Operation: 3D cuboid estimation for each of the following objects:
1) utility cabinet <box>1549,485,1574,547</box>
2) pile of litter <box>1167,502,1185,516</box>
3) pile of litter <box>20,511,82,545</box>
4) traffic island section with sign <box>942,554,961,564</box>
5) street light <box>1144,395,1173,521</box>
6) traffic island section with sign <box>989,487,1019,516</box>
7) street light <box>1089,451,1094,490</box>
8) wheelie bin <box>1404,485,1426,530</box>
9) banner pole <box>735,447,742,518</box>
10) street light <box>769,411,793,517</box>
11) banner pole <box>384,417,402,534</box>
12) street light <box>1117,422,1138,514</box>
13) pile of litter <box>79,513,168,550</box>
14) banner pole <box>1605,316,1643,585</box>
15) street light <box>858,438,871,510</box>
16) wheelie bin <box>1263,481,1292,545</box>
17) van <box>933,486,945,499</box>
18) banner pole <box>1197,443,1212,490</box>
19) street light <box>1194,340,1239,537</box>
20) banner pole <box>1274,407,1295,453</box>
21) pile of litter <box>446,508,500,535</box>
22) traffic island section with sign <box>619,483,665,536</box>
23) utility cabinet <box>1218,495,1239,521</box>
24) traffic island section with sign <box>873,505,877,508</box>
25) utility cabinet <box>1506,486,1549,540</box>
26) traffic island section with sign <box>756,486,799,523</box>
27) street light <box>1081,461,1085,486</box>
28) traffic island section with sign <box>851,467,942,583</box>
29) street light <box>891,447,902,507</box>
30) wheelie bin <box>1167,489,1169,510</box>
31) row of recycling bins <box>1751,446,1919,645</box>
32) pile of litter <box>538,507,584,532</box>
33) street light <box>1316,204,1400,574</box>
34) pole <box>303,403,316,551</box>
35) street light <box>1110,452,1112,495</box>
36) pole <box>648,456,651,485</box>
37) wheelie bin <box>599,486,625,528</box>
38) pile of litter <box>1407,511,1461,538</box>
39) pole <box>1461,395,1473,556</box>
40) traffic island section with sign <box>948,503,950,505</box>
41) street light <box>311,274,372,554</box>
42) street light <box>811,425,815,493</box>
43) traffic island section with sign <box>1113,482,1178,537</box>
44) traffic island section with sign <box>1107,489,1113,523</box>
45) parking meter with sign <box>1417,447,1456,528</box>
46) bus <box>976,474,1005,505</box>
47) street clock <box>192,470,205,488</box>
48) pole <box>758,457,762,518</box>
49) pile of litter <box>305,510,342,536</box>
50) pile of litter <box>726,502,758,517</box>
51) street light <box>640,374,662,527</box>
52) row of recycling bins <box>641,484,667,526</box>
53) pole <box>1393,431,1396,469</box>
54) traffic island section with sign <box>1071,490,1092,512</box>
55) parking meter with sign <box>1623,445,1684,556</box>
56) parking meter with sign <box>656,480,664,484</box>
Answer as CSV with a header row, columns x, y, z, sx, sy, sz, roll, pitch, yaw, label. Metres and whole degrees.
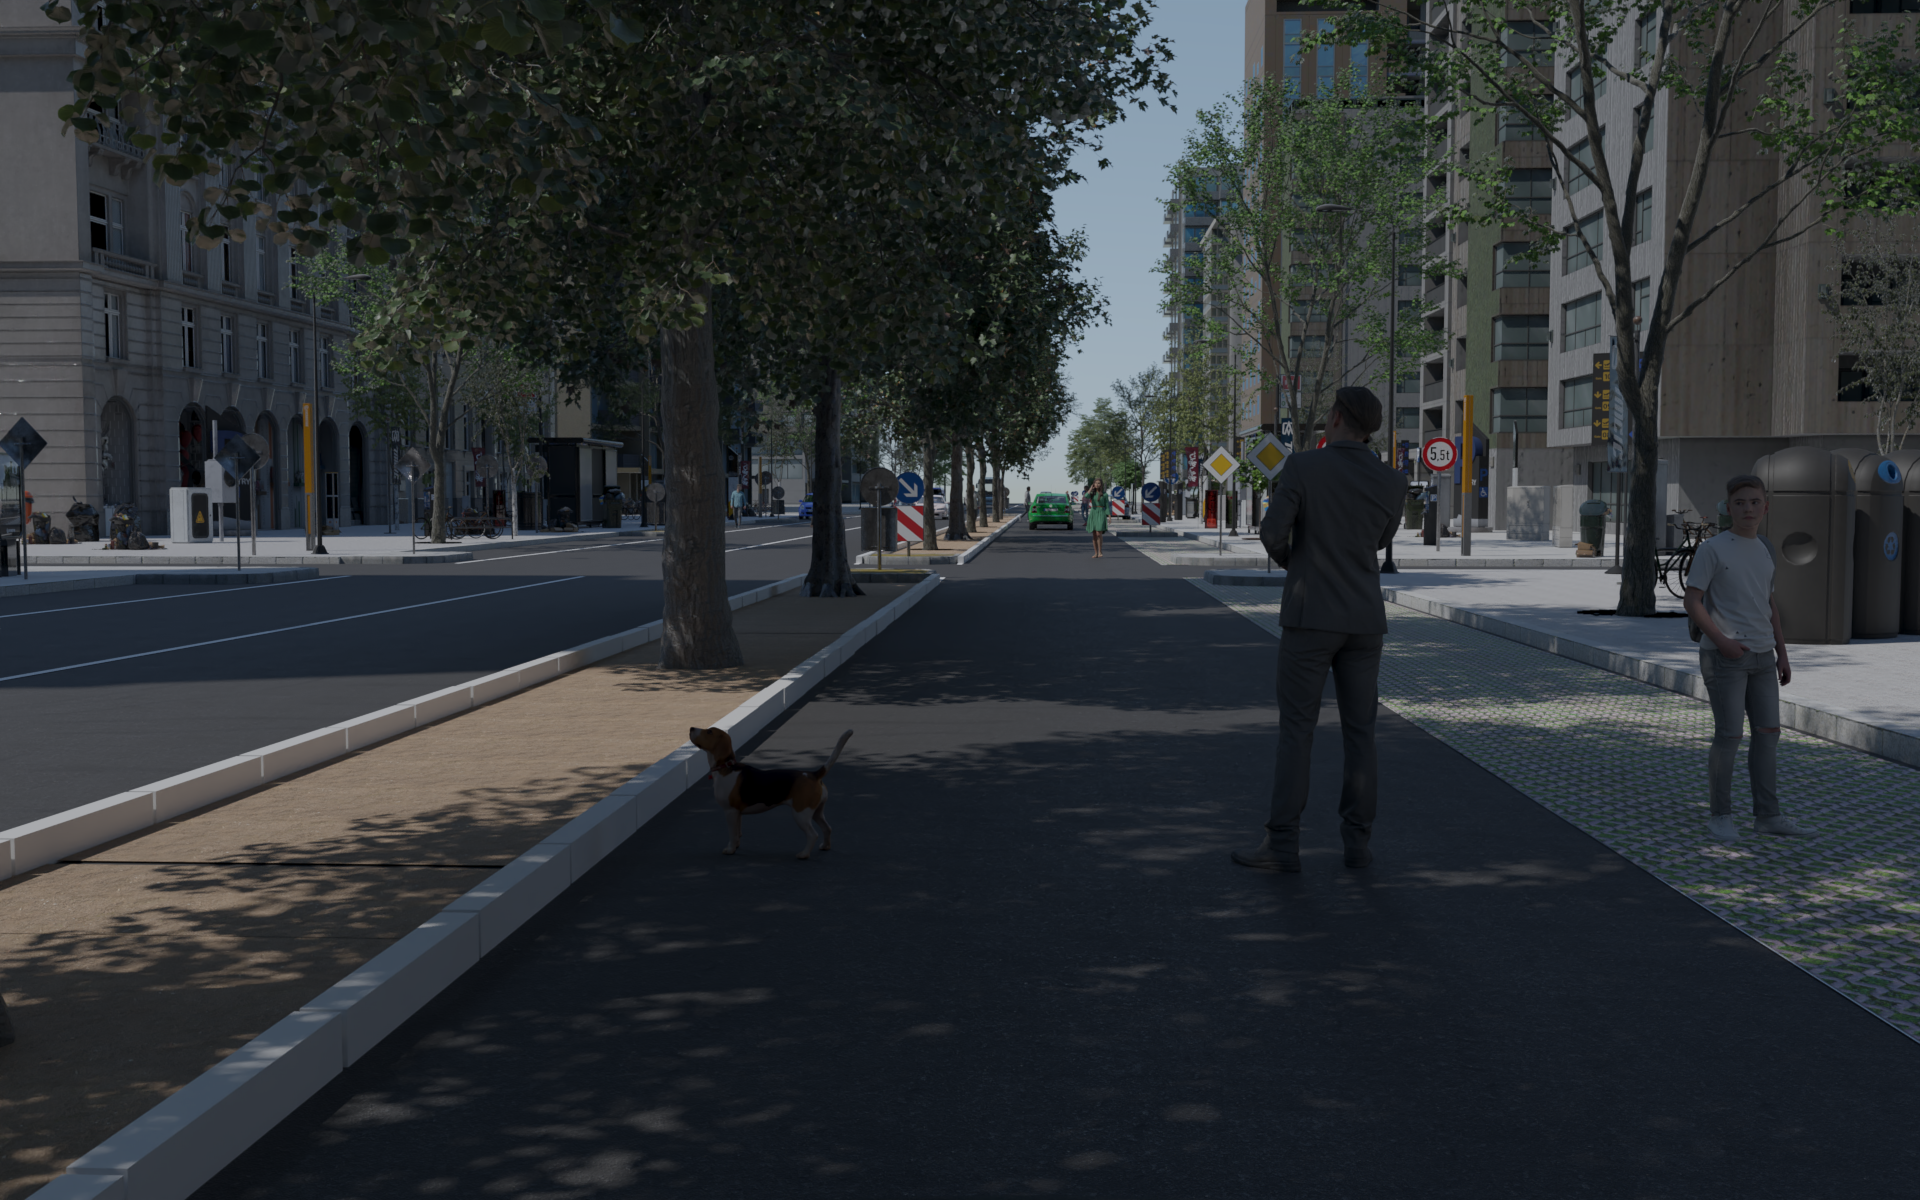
x,y,z,sx,sy,sz,roll,pitch,yaw,label
14.530,-2.025,41.786,0.318,1.500,1.173,1,4,11,utility cabinet
12.604,-5.444,102.974,1.176,0.858,1.719,-2,4,-32,pile of litter
-23.443,-1.855,44.291,1.719,0.858,1.176,0,4,3,pile of litter
-1.010,-1.708,36.070,2.006,1.907,1.989,0,4,3,traffic island section with sign
9.317,-6.649,81.256,1.470,5.913,1.316,0,4,3,street light
2.845,-6.298,111.110,2.006,1.907,1.989,0,4,3,traffic island section with sign
14.617,-13.098,186.691,1.470,5.913,1.316,0,4,3,street light
16.419,-3.339,62.498,0.980,1.594,0.693,0,4,4,wheelie bin
-11.798,-6.258,92.339,0.401,3.779,0.863,1,4,17,banner pole
-9.949,-7.577,96.421,1.470,5.913,1.316,0,4,3,street light
-18.452,-4.060,56.402,0.401,3.779,0.863,1,4,18,banner pole
10.713,-8.465,110.940,1.470,5.913,1.316,0,4,3,street light
-19.213,-1.597,40.073,1.719,0.858,1.176,2,4,24,pile of litter
9.325,-2.097,24.295,0.863,3.779,0.401,-2,4,-34,banner pole
-7.690,-10.419,142.893,1.470,5.913,1.316,0,4,3,street light
7.596,-1.995,40.527,0.980,1.594,0.693,0,4,-1,wheelie bin
-2.454,-9.311,156.611,2.240,2.365,5.245,0,4,4,van
12.003,-5.788,84.651,0.863,3.779,0.401,0,4,3,banner pole
7.731,-4.873,52.219,1.470,5.913,1.316,0,4,3,street light
9.332,-3.671,50.034,0.863,3.779,0.401,2,4,24,banner pole
-15.440,-2.486,54.617,1.719,0.858,1.176,0,4,-4,pile of litter
-10.521,-3.113,59.522,1.989,1.847,2.006,0,4,3,traffic island section with sign
13.010,-4.454,83.983,1.020,1.237,0.306,1,4,22,utility cabinet
-6.550,-7.826,136.578,1.989,1.847,2.006,0,4,3,traffic island section with sign
15.614,-2.382,47.620,0.318,1.500,1.173,-3,4,-37,utility cabinet
-9.113,-4.778,86.756,1.989,1.847,2.006,0,4,3,traffic island section with sign
17.481,-16.417,240.960,1.470,5.913,1.316,0,4,3,street light
-1.401,-1.256,28.673,2.006,1.907,1.989,0,4,3,traffic island section with sign
-6.214,-12.218,172.304,1.470,5.913,1.316,0,4,3,street light
12.750,-6.101,107.666,0.693,1.594,0.980,-2,4,-35,wheelie bin
8.398,-0.532,15.814,3.534,1.692,1.069,-2,4,-33,row of recycling bins
-13.325,-2.703,58.164,1.719,0.858,1.176,1,4,15,pile of litter
6.404,-3.386,27.906,1.470,5.913,1.316,0,4,3,street light
-14.678,-2.766,39.070,0.158,3.312,0.155,0,3,0,pole
11.645,-9.490,127.697,1.470,5.913,1.316,0,4,3,street light
-16.546,-6.031,92.445,0.158,3.312,0.155,0,3,0,pole
-13.040,-3.497,65.092,0.980,1.594,0.693,-2,4,-32,wheelie bin
14.100,-2.288,51.366,1.176,0.858,1.719,-2,4,-26,pile of litter
10.482,-2.566,35.794,0.158,3.312,0.155,0,3,0,pole
-0.922,-14.513,245.911,1.989,1.847,2.006,0,4,3,traffic island section with sign
-13.136,-3.930,36.793,1.470,5.913,1.316,0,4,3,street light
-9.190,-8.615,113.388,1.470,5.913,1.316,0,4,3,street light
6.254,-3.028,58.130,1.989,1.847,2.006,0,4,3,traffic island section with sign
7.647,-4.683,85.194,1.989,1.847,2.006,0,4,3,traffic island section with sign
18.045,-4.201,64.949,1.738,3.016,0.543,0,4,5,parking meter with sign
3.208,-11.368,180.728,2.948,3.499,13.247,0,4,2,bus
-22.574,-2.868,51.470,0.471,2.002,0.358,2,4,33,street clock
-10.888,-6.146,94.334,0.158,3.312,0.155,0,3,0,pole
-19.966,-2.464,54.259,1.176,0.858,1.719,0,4,-1,pile of litter
-12.216,-5.123,97.732,1.719,0.858,1.176,0,4,-1,pile of litter
-11.651,-5.753,66.606,1.470,5.913,1.316,0,4,3,street light
-12.556,-3.964,71.925,1.069,1.692,3.534,-1,4,-18,row of recycling bins
14.024,-3.808,56.097,0.158,3.312,0.155,0,3,0,pole
11.658,-9.438,162.938,1.989,1.847,2.006,0,4,3,traffic island section with sign
14.304,-2.422,35.854,1.738,3.016,0.543,-2,4,-33,parking meter with sign
-16.058,-5.955,93.626,1.738,3.016,0.543,3,4,36,parking meter with sign
